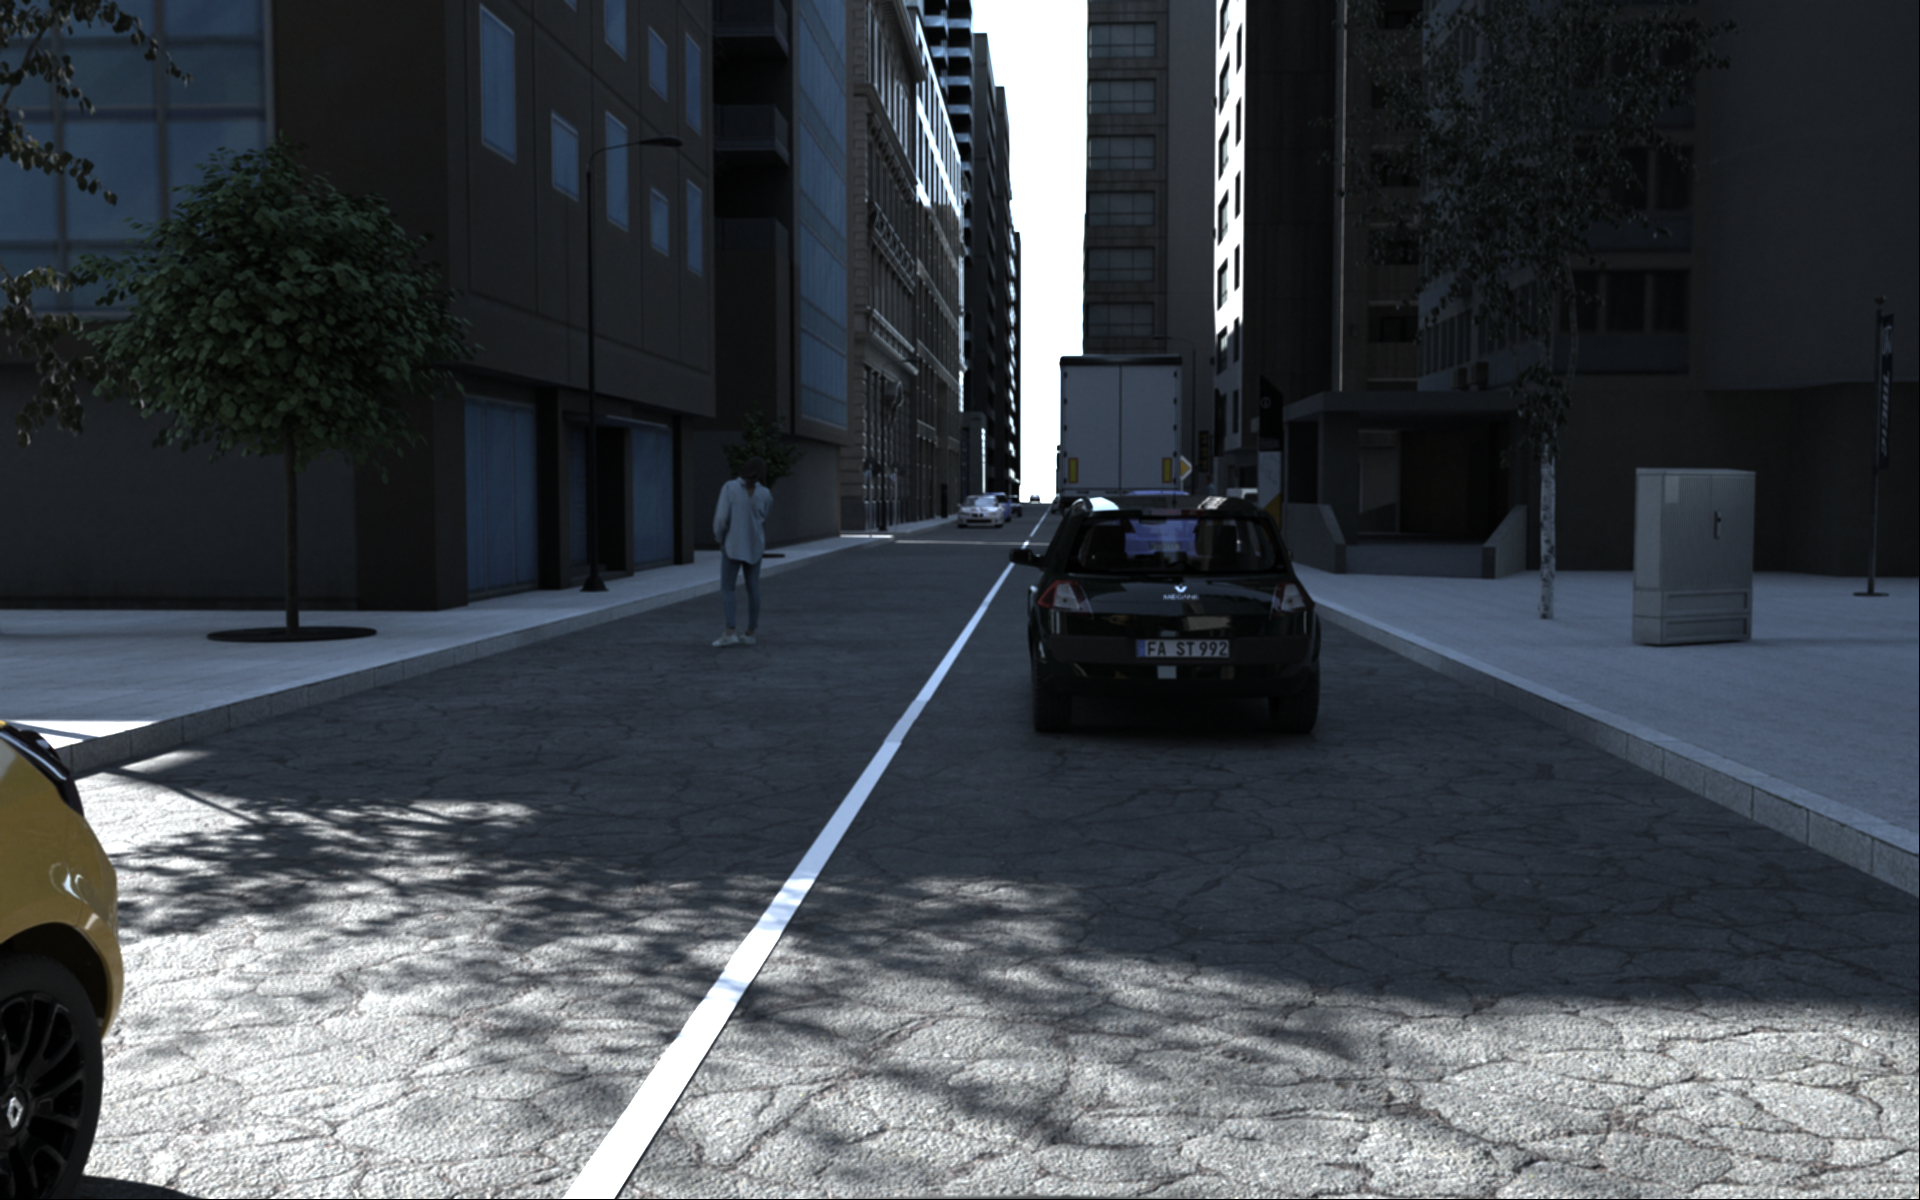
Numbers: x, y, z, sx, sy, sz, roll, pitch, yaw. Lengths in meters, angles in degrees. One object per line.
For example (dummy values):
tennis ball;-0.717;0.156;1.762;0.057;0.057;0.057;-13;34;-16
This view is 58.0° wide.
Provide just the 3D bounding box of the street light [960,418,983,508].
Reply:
street light;0.620;-8.142;105.665;1.470;5.913;1.316;0;4;3

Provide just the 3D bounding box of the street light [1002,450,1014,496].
street light;4.976;-12.873;183.016;1.470;5.913;1.316;0;4;3

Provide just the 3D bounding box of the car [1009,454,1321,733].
car;1.335;-0.123;11.798;2.009;1.686;4.222;0;4;2

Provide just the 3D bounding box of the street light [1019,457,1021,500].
street light;7.062;-15.101;219.448;1.470;5.913;1.316;0;4;3

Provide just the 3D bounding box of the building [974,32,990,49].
building;-7.420;-33.812;176.530;21.300;48.544;21.600;0;4;3

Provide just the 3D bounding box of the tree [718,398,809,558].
tree;-4.188;-2.487;35.258;1.663;3.219;1.824;0;3;0

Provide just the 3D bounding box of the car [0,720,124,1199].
car;-2.696;0.510;1.890;2.015;1.641;3.980;0;4;5

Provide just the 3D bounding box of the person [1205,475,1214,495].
person;6.502;-2.336;44.579;0.444;1.785;0.601;2;4;34

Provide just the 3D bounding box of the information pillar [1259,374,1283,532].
information pillar;6.034;-2.592;33.726;0.504;3.616;0.183;3;5;40

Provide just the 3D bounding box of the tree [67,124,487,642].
tree;-5.960;-1.945;15.514;4.285;4.588;4.351;0;3;0

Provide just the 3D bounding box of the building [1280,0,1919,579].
building;22.489;-20.836;32.554;32.217;40.220;23.993;0;4;3

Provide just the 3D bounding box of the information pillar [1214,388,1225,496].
information pillar;5.766;-2.890;38.599;0.183;3.616;0.504;2;4;26

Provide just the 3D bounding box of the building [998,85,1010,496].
building;-5.224;-35.125;198.000;21.300;48.544;21.600;0;4;3

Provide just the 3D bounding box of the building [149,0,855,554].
building;-10.707;-24.169;45.274;14.200;45.320;14.600;0;4;3

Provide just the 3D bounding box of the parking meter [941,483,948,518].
parking meter;-0.833;-5.309;92.509;0.255;1.863;0.399;-1;4;-21

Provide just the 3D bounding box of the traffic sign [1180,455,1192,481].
traffic sign;6.587;-3.003;51.287;0.795;2.593;0.064;0;4;3

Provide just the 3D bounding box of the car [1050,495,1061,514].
car;7.716;-7.112;128.634;2.083;1.381;4.827;0;4;2

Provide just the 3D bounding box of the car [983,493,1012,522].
car;1.773;-4.915;89.949;1.945;1.707;3.694;0;4;4

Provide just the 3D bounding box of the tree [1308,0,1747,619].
tree;5.798;-4.112;17.594;4.360;8.622;3.978;0;3;0

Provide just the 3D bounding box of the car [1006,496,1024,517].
car;3.035;-5.890;108.888;1.945;1.354;3.894;0;4;3

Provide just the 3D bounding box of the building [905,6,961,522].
building;-10.569;-17.843;96.244;19.350;26.468;34.151;0;4;3

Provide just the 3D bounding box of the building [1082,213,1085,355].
building;30.570;-40.225;281.386;21.300;48.544;21.600;0;4;3

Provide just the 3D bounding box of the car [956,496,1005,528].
car;0.905;-3.814;74.717;2.083;1.381;4.827;0;4;3

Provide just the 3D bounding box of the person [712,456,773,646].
person;-2.070;-0.471;16.461;0.793;1.790;0.793;2;4;25

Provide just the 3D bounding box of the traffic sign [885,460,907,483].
traffic sign;-2.235;-3.524;59.808;0.795;2.593;0.064;0;4;3

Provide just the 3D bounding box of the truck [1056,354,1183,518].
truck;3.600;-3.152;40.447;2.839;4.237;11.283;0;4;4

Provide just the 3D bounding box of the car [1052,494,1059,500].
car;9.395;-9.005;157.453;2.015;1.641;3.980;0;4;4

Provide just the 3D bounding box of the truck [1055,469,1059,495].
truck;12.232;-12.803;198.237;2.839;4.237;11.283;0;4;4

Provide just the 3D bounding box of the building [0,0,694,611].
building;-11.880;-22.905;24.610;14.600;45.320;14.200;0;4;3

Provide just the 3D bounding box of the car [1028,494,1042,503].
car;11.774;-16.070;271.785;2.155;1.783;4.494;0;4;3

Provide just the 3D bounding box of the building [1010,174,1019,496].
building;-2.927;-39.397;263.746;23.786;49.044;30.456;0;4;3

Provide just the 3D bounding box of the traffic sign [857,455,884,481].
traffic sign;-2.691;-3.036;51.836;0.795;2.593;0.064;0;4;3

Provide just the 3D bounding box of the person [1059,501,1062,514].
person;7.326;-7.098;124.514;0.622;1.834;0.822;3;5;40

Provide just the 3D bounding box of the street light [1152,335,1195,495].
street light;6.311;-4.788;50.822;1.470;5.913;1.316;0;4;3

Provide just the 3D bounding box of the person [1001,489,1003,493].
person;4.168;-10.290;174.269;0.705;1.826;1.348;0;4;-1

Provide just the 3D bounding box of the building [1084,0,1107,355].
building;13.183;-24.564;85.218;14.154;41.232;14.086;0;4;3

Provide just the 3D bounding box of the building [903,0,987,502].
building;-8.559;-51.160;149.142;22.319;86.520;31.000;0;4;3

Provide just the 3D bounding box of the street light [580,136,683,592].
street light;-4.291;-3.066;22.665;1.470;5.913;1.316;0;4;3

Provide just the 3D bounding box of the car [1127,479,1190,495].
car;3.627;-1.366;31.931;1.945;1.707;3.694;0;4;2

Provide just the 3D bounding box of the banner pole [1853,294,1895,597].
banner pole;11.445;-1.927;21.531;0.401;3.779;0.863;1;4;14

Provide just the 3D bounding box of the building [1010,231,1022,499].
building;3.136;-38.882;285.836;14.600;45.320;14.200;0;4;3

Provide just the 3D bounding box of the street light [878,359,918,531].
street light;-2.127;-5.326;59.625;1.470;5.913;1.316;0;4;3

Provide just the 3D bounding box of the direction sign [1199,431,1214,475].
direction sign;8.972;-4.278;61.944;0.876;3.537;0.379;0;4;5

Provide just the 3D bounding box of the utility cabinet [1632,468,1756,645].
utility cabinet;6.307;-0.377;14.851;1.173;1.500;0.318;-2;4;-29

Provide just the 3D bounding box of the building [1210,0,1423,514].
building;16.714;-17.771;62.263;14.107;30.474;14.160;0;4;3

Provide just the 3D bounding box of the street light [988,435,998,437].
street light;2.298;-10.020;136.373;1.470;5.913;1.316;0;4;3

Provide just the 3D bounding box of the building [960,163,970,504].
building;-6.465;-20.622;123.068;13.634;28.700;20.117;0;4;3

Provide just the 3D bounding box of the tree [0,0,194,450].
tree;-5.870;-3.617;9.504;4.360;8.622;3.978;0;3;0

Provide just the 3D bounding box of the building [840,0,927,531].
building;-7.553;-14.694;69.123;11.050;23.489;19.941;0;4;3

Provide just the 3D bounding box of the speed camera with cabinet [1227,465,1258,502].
speed camera with cabinet;8.646;-3.435;50.493;2.038;3.252;0.660;-3;5;-41
